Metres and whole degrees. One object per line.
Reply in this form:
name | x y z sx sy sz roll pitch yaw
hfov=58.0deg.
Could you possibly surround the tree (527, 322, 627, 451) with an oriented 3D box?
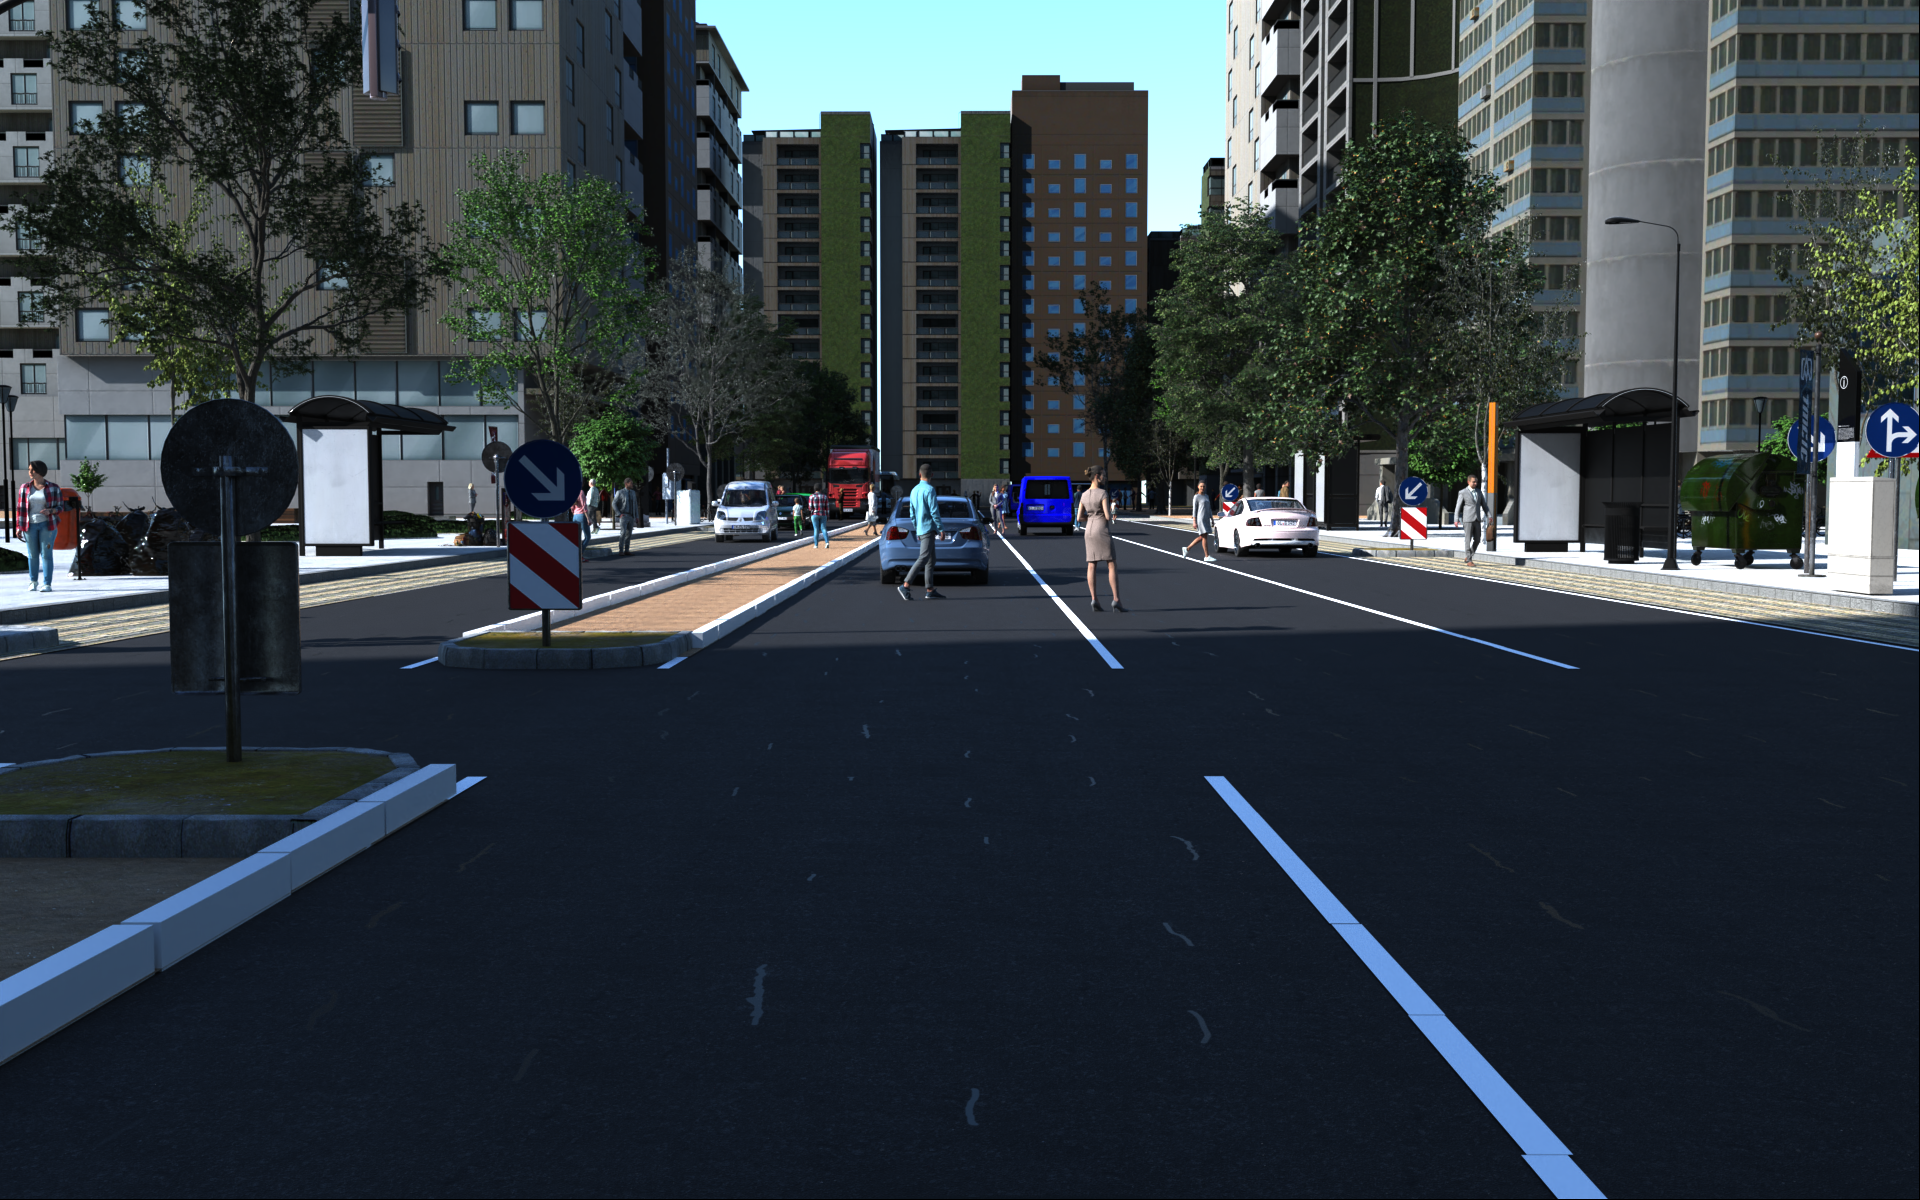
tree | -16.375 -7.497 72.940 4.360 8.622 3.978 0 3 0

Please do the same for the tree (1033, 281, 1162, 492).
tree | 12.081 -18.392 156.594 12.611 20.169 13.585 0 3 0

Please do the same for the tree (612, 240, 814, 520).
tree | -12.438 -10.672 84.860 12.009 13.543 11.850 0 3 0

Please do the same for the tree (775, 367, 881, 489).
tree | -11.777 -14.547 154.853 9.611 12.733 9.660 0 3 0

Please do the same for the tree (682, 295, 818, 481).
tree | -11.996 -11.062 98.987 7.486 12.596 7.792 0 3 0

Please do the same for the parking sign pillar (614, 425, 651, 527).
parking sign pillar | -12.761 -4.816 67.218 1.447 3.967 1.447 -1 4 -16

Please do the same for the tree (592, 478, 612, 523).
tree | -15.867 -5.100 77.994 1.663 3.219 1.824 0 3 0

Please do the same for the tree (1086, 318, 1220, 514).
tree | 12.963 -11.883 111.290 9.611 12.733 9.660 0 3 0

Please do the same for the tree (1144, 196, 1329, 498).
tree | 12.504 -10.253 74.287 9.857 13.997 8.962 0 3 0

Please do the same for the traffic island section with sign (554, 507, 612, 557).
traffic island section with sign | -9.148 -1.924 40.080 1.989 1.847 2.006 0 3 0

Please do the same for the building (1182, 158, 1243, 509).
building | 27.744 -23.226 151.454 14.160 30.474 14.107 0 3 0

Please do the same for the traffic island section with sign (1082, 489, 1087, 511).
traffic island section with sign | 10.400 -8.377 145.586 1.989 1.847 2.006 0 3 0

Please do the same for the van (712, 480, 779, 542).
van | -6.491 -2.800 52.792 2.013 2.044 4.112 0 4 -2

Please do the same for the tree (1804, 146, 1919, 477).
tree | 16.758 -4.806 28.938 4.737 8.622 4.395 0 3 0

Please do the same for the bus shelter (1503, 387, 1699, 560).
bus shelter | 13.028 -2.555 35.696 2.014 3.302 5.546 0 4 0

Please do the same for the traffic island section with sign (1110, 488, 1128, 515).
traffic island section with sign | 10.333 -6.679 117.827 1.989 1.847 2.006 0 3 0

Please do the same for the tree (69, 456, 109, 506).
tree | -44.087 -5.670 87.305 1.663 3.219 1.824 0 3 0

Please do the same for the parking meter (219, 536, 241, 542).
parking meter | -12.423 -1.286 29.431 0.372 1.533 0.369 0 3 0

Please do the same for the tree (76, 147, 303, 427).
tree | -16.861 -5.349 37.815 4.737 8.622 4.395 0 3 0

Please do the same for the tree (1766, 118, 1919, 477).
tree | 17.782 -5.125 34.161 4.360 8.622 3.978 0 3 0

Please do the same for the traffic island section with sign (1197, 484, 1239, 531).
traffic island section with sign | 10.223 -3.569 66.985 1.989 1.847 2.006 0 3 0

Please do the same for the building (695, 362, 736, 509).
building | -36.071 -50.914 145.122 31.000 86.520 22.319 0 3 0

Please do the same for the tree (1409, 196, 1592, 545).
tree | 13.522 -5.710 43.721 4.360 8.622 3.978 0 3 0

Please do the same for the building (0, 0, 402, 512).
building | -65.333 -33.895 143.419 27.495 52.752 28.713 0 3 0

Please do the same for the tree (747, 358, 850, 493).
tree | -12.127 -12.367 127.961 9.928 11.665 9.643 0 3 0

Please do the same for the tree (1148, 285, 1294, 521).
tree | 12.938 -9.697 84.309 9.928 11.665 9.643 0 3 0

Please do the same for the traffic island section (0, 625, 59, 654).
traffic island section | -9.524 0.416 15.477 2.009 0.180 2.903 0 3 0

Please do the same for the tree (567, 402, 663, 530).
tree | -12.388 -4.804 62.260 4.285 4.588 4.351 0 3 0

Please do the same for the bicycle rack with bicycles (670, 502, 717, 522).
bicycle rack with bicycles | -12.373 -4.079 80.078 2.852 0.926 2.925 1 4 9

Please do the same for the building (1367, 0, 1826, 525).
building | 36.362 -23.618 78.032 32.217 40.220 23.993 0 3 0

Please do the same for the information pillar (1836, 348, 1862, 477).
information pillar | 14.132 -2.216 27.589 0.183 3.616 0.504 0 4 -5

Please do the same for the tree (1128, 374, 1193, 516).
tree | 12.323 -9.315 102.667 4.360 8.622 3.978 0 3 0

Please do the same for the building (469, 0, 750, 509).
building | -36.958 -37.091 195.683 27.495 52.752 28.713 0 3 0

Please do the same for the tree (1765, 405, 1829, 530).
tree | 30.299 -4.783 61.923 4.285 4.588 4.351 0 3 0

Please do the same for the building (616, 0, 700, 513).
building | -26.970 -29.060 125.241 14.600 45.320 14.200 0 3 0

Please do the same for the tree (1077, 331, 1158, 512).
tree | 13.175 -13.231 126.696 12.009 13.543 11.850 0 3 0

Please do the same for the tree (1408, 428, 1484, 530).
tree | 17.346 -4.821 62.545 4.285 4.588 4.351 0 3 0

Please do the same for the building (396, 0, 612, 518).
building | -34.380 -31.467 103.723 28.713 52.752 27.495 0 3 0

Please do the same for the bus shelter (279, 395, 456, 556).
bus shelter | -12.906 -2.709 38.218 2.014 3.302 5.546 0 3 0

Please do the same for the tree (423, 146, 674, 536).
tree | -12.312 -7.761 52.653 9.928 11.665 9.643 0 3 0

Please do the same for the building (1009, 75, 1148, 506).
building | 12.550 -32.942 188.712 14.200 45.320 14.600 0 3 0

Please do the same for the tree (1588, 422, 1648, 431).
tree | 23.423 -4.767 61.646 4.285 4.588 4.351 0 3 0

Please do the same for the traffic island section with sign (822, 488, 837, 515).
traffic island section with sign | -8.983 -6.643 117.236 1.989 1.847 2.006 0 3 0

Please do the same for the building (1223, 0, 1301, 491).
building | 35.210 -33.074 129.996 28.713 52.752 27.495 0 3 0

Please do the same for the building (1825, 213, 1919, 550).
building | 35.947 -43.939 31.077 31.000 86.520 22.319 0 3 0

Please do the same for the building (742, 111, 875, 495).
building | -16.184 -30.882 188.519 14.086 41.232 14.154 0 3 0

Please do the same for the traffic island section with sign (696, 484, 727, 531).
traffic island section with sign | -9.085 -3.572 67.035 1.989 1.847 2.006 0 3 0

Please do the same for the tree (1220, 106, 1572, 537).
tree | 13.301 -8.225 51.491 9.611 12.733 9.660 0 3 0

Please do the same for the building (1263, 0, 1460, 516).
building | 30.682 -40.775 104.923 20.563 71.187 20.611 0 3 0

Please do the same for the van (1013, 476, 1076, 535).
van | 3.028 -3.508 61.736 2.240 2.365 5.245 0 4 1

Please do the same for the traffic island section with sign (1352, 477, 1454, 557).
traffic island section with sign | 10.168 -1.921 40.030 1.989 1.847 2.006 0 3 0

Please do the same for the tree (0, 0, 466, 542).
tree | -11.843 -5.726 28.041 8.767 10.594 7.601 2 4 29

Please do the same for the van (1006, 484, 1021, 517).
van | 3.905 -6.453 109.895 2.240 2.365 5.245 0 4 -1

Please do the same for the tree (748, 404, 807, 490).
tree | -12.108 -9.889 112.043 4.360 8.622 3.978 0 3 0

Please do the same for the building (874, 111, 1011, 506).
building | -1.594 -30.866 188.252 14.086 41.232 14.154 0 3 0

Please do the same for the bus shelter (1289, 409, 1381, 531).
bus shelter | 13.623 -5.324 64.681 2.179 5.291 8.768 0 3 0

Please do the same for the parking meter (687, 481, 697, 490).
parking meter | -12.086 -4.430 78.144 0.399 1.863 0.255 3 5 43

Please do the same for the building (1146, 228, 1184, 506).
building | 27.076 -25.526 189.046 14.107 30.474 14.160 0 3 0
